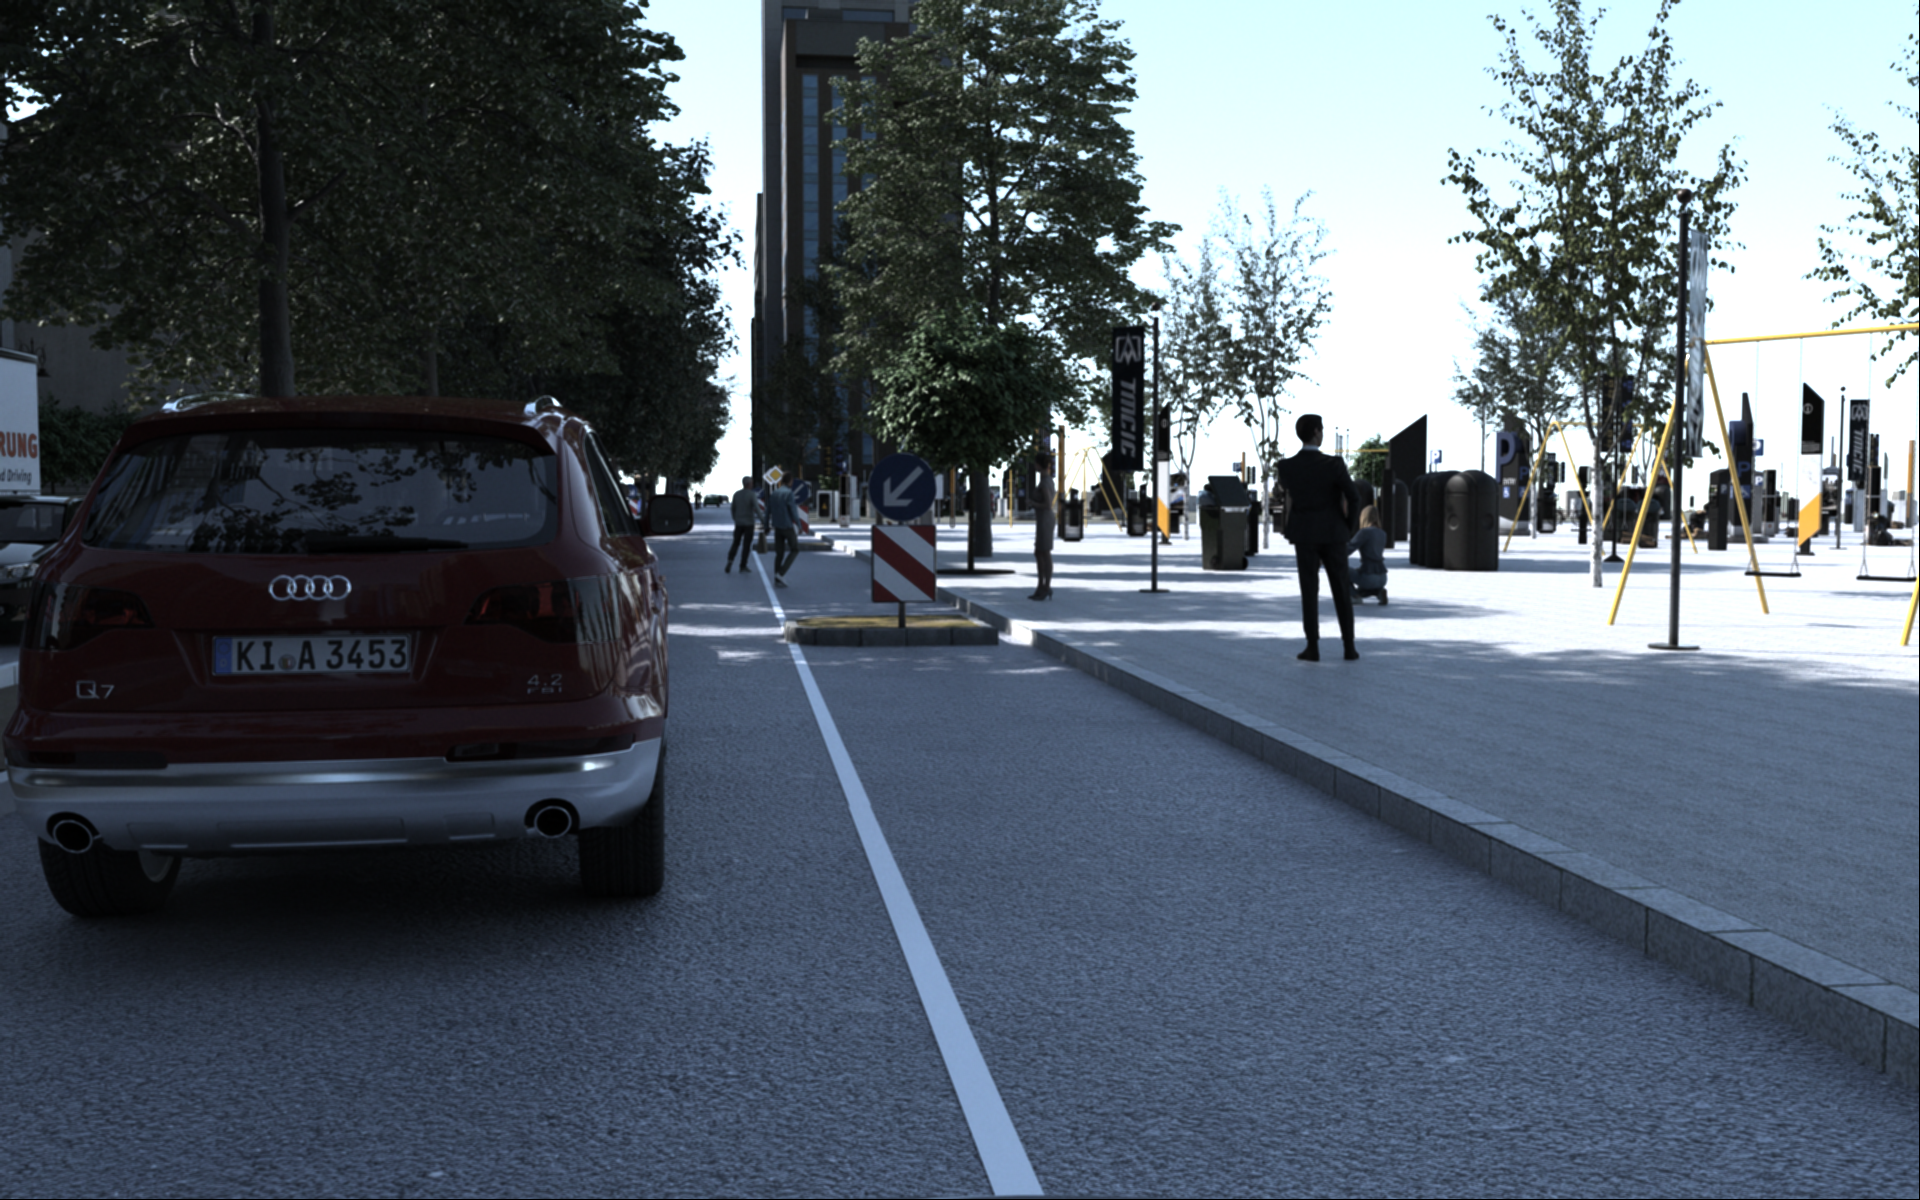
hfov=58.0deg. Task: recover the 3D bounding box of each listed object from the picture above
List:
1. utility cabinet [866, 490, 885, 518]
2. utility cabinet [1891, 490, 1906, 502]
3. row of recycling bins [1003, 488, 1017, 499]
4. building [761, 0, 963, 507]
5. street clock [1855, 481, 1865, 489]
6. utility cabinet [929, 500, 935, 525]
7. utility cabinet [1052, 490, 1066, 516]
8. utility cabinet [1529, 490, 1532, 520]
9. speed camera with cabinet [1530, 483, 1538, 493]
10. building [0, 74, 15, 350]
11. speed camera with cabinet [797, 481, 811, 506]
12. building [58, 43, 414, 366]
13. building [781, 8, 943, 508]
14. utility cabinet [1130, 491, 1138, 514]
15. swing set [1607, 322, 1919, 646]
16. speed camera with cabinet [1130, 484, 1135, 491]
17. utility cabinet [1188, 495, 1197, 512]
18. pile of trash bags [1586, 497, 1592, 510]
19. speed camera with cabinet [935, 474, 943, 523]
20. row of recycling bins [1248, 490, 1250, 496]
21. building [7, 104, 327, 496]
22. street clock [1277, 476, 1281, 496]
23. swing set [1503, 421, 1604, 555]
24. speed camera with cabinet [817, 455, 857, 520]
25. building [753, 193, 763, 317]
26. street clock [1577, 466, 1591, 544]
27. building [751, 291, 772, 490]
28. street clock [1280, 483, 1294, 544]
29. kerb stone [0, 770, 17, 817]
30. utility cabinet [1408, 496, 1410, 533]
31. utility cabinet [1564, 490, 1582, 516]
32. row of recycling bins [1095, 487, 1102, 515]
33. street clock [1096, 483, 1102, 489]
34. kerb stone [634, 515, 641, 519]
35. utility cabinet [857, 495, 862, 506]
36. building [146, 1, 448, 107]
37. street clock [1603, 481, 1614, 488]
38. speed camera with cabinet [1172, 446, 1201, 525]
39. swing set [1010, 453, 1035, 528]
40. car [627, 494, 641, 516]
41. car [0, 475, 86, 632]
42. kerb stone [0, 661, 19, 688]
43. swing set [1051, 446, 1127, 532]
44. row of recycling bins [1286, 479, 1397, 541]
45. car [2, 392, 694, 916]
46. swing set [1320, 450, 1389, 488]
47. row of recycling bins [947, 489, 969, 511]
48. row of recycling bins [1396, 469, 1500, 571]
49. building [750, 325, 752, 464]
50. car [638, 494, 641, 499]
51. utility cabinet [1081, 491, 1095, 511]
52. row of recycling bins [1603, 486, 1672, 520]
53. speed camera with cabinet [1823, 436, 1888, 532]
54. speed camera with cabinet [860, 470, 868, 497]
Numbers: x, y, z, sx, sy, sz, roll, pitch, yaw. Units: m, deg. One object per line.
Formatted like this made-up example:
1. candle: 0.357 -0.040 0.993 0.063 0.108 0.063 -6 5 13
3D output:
1. utility cabinet: -4.422 -5.065 91.496 0.318 1.500 1.173 3 5 44
2. utility cabinet: 47.907 -4.880 88.473 0.318 1.500 1.173 1 4 10
3. row of recycling bins: 3.494 -6.523 113.771 1.069 1.692 3.534 1 4 11
4. building: -10.330 -39.213 183.129 21.231 58.520 28.212 0 4 -8
5. street clock: 32.053 -3.493 61.679 0.358 2.002 0.471 1 4 12
6. utility cabinet: -1.020 -2.851 57.783 0.306 1.237 1.020 0 4 5
7. utility cabinet: 5.541 -5.578 99.877 1.173 1.500 0.318 3 5 43
8. utility cabinet: 27.602 -4.648 84.675 0.318 1.500 1.173 0 4 0
9. speed camera with cabinet: 44.757 -8.622 135.306 2.038 3.252 0.660 -1 4 -21
10. building: -40.195 -17.426 56.616 14.107 30.474 14.160 0 4 -8
11. speed camera with cabinet: -11.470 -7.835 122.433 0.660 3.252 2.038 3 5 42
12. building: -41.558 -18.973 103.712 14.314 27.812 24.014 0 4 -8
13. building: -9.530 -31.326 162.286 14.600 45.320 14.200 0 4 -8
14. utility cabinet: 10.487 -6.062 107.793 1.173 1.500 0.318 1 4 10
15. swing set: 8.401 -1.152 16.459 2.862 2.851 3.119 -2 4 -35
16. speed camera with cabinet: 13.983 -9.393 147.914 2.038 3.252 0.660 -2 4 -27
17. utility cabinet: 16.717 -6.984 125.343 1.020 1.237 0.306 -3 4 -39
18. pile of trash bags: 43.855 -6.601 117.685 1.912 1.369 3.447 -3 5 -45
19. speed camera with cabinet: -1.730 -5.105 77.794 2.038 3.252 0.660 3 4 36
20. row of recycling bins: 25.445 -9.054 155.140 1.069 1.692 3.534 -2 4 -26
21. building: -36.904 -13.337 82.680 10.561 19.102 19.286 0 4 -8
22. street clock: 10.164 -3.036 54.201 0.471 2.002 0.358 -1 4 -18
23. swing set: 13.940 -2.466 37.933 3.119 2.851 2.862 -2 4 -28
24. speed camera with cabinet: -6.187 -5.657 86.823 2.038 3.252 0.660 2 4 29
25. building: -20.340 -39.206 264.726 21.300 48.544 21.600 0 4 -8
26. street clock: 15.961 -2.432 44.334 0.358 2.002 0.471 2 4 29
27. building: -22.180 -29.074 247.059 14.160 30.474 14.107 0 4 -8
28. street clock: 8.490 -2.418 44.106 0.471 2.002 0.358 0 4 4
29. kerb stone: -4.312 0.890 7.645 0.120 0.150 1.000 0 4 -8
30. utility cabinet: 14.707 -2.800 56.949 1.020 1.237 0.306 0 4 -6
31. utility cabinet: 36.257 -5.725 102.279 1.173 1.500 0.318 -1 4 -17
32. row of recycling bins: 9.251 -5.996 105.140 1.069 1.692 3.534 2 4 31
33. street clock: 8.702 -6.328 108.026 0.471 2.002 0.358 0 4 6
34. kerb stone: -18.843 -4.841 101.401 0.120 0.150 1.000 0 4 -8
35. utility cabinet: -8.027 -8.065 143.020 1.020 1.237 0.306 1 4 19
36. building: -56.224 -34.889 159.678 28.713 52.752 27.495 0 4 -8
37. street clock: 36.233 -5.658 97.073 0.471 2.002 0.358 -2 4 -28
38. speed camera with cabinet: 9.828 -4.731 71.695 2.038 3.252 0.660 0 4 -3
39. swing set: 3.487 -4.211 66.467 3.119 2.851 2.862 0 4 1
40. car: -22.150 -6.494 115.771 1.945 1.707 3.694 0 4 -7
41. car: -9.721 -0.495 17.880 2.009 1.686 4.222 -1 4 -9
42. kerb stone: -7.185 0.537 13.435 0.120 0.150 1.000 0 4 -8
43. swing set: 4.200 -3.674 57.688 2.862 2.851 3.119 0 4 -3
44. row of recycling bins: 10.730 -2.509 48.137 3.534 1.692 1.069 2 4 33
45. car: -2.303 0.069 7.545 2.281 1.827 5.304 -1 4 -9
46. swing set: 14.014 -3.910 61.555 3.119 2.851 2.862 1 4 18
47. row of recycling bins: 0.507 -8.227 141.629 3.534 1.692 1.069 -2 4 -33
48. row of recycling bins: 8.599 -1.423 30.373 1.069 1.692 3.534 0 4 3
49. building: -27.017 -31.234 282.372 14.160 30.474 14.107 0 4 -8
50. car: -38.198 -11.985 204.751 1.959 1.807 4.718 -1 4 -9
51. utility cabinet: 9.231 -7.131 125.269 0.318 1.500 1.173 -3 5 -41
52. row of recycling bins: 33.244 -4.787 85.385 3.534 1.692 1.069 0 4 3
53. speed camera with cabinet: 30.244 -3.932 58.629 2.038 3.252 0.660 1 4 21
54. speed camera with cabinet: -7.085 -8.985 141.240 2.038 3.252 0.660 0 4 6
